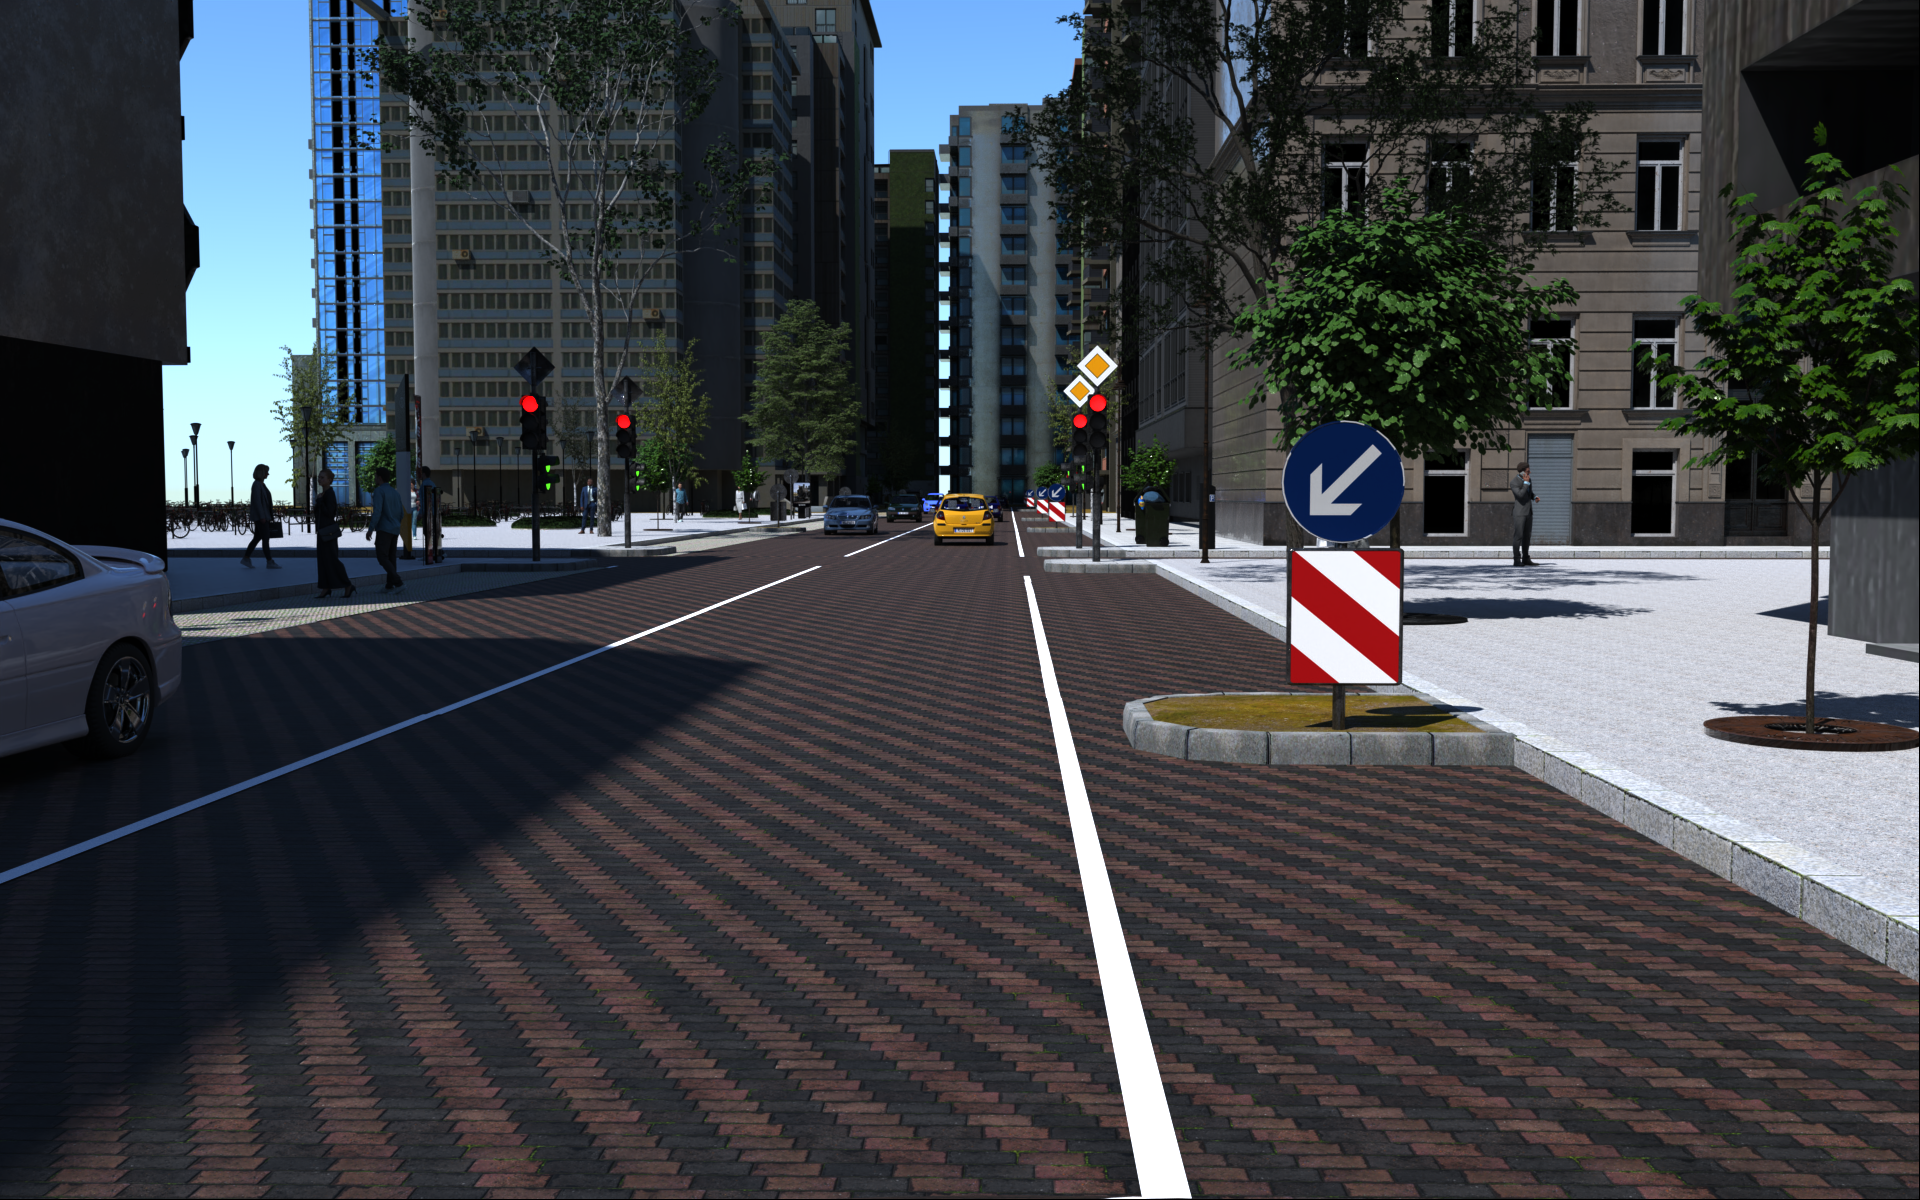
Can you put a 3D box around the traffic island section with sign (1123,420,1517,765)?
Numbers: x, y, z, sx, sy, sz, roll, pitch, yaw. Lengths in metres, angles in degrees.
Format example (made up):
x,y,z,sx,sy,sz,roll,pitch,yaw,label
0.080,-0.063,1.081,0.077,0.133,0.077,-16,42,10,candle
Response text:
x,y,z,sx,sy,sz,roll,pitch,yaw,label
1.981,-0.091,10.112,1.989,1.847,2.006,0,4,2,traffic island section with sign

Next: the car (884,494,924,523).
x,y,z,sx,sy,sz,roll,pitch,yaw,label
-2.822,-4.797,88.211,2.009,1.686,4.222,0,4,0,car

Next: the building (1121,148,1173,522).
x,y,z,sx,sy,sz,roll,pitch,yaw,label
14.783,-15.717,86.651,12.332,23.373,15.834,0,4,2,building

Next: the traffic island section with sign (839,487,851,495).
x,y,z,sx,sy,sz,roll,pitch,yaw,label
-6.129,-5.157,92.950,1.989,1.847,2.006,0,4,2,traffic island section with sign

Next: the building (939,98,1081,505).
x,y,z,sx,sy,sz,roll,pitch,yaw,label
12.846,-36.238,212.093,30.456,49.044,23.786,0,4,2,building

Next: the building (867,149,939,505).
x,y,z,sx,sy,sz,roll,pitch,yaw,label
-9.633,-32.104,208.494,14.086,41.232,14.154,0,4,2,building

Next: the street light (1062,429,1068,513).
x,y,z,sx,sy,sz,roll,pitch,yaw,label
6.966,-8.681,114.721,0.468,5.910,1.993,0,4,2,street light

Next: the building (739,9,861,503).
x,y,z,sx,sy,sz,roll,pitch,yaw,label
-16.160,-28.460,148.914,14.154,41.232,14.086,0,4,2,building

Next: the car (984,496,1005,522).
x,y,z,sx,sy,sz,roll,pitch,yaw,label
1.365,-4.716,89.682,1.945,1.354,3.894,0,4,2,car

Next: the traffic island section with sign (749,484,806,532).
x,y,z,sx,sy,sz,roll,pitch,yaw,label
-6.895,-3.499,65.839,1.989,1.847,2.006,0,4,2,traffic island section with sign

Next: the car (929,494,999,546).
x,y,z,sx,sy,sz,roll,pitch,yaw,label
0.117,-2.408,49.594,2.015,1.641,3.980,0,4,0,car

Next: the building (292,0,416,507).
x,y,z,sx,sy,sz,roll,pitch,yaw,label
-52.814,-52.984,178.966,31.000,86.520,22.319,0,4,2,building

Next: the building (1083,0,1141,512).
x,y,z,sx,sy,sz,roll,pitch,yaw,label
20.519,-29.105,130.484,22.147,44.769,28.867,0,4,2,building

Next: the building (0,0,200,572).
x,y,z,sx,sy,sz,roll,pitch,yaw,label
-21.542,-9.516,23.039,16.811,18.784,16.820,0,4,2,building

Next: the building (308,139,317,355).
x,y,z,sx,sy,sz,roll,pitch,yaw,label
-62.467,-36.344,213.834,30.456,49.044,23.786,0,4,2,building

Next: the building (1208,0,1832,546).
x,y,z,sx,sy,sz,roll,pitch,yaw,label
19.773,-15.294,47.322,25.104,27.353,12.463,0,4,2,building

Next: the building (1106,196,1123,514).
x,y,z,sx,sy,sz,roll,pitch,yaw,label
15.141,-16.451,105.131,11.583,22.565,21.152,0,4,2,building

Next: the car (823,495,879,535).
x,y,z,sx,sy,sz,roll,pitch,yaw,label
-3.875,-3.061,62.048,2.014,1.417,4.499,0,4,0,car

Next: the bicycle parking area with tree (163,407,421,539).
x,y,z,sx,sy,sz,roll,pitch,yaw,label
-23.977,-4.304,57.365,8.231,4.147,9.016,1,4,19,bicycle parking area with tree

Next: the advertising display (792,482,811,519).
x,y,z,sx,sy,sz,roll,pitch,yaw,label
-8.286,-5.218,90.535,0.974,1.923,0.123,-1,4,-19,advertising display

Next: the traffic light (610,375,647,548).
x,y,z,sx,sy,sz,roll,pitch,yaw,label
-7.867,-3.186,41.005,0.839,4.253,0.868,0,4,2,traffic light

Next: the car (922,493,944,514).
x,y,z,sx,sy,sz,roll,pitch,yaw,label
-1.752,-7.042,124.731,1.945,1.707,3.694,0,4,1,car

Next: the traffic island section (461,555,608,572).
x,y,z,sx,sy,sz,roll,pitch,yaw,label
-8.129,-0.665,33.159,2.009,0.180,2.903,0,4,2,traffic island section

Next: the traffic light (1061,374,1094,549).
x,y,z,sx,sy,sz,roll,pitch,yaw,label
2.791,-3.168,40.724,0.839,4.253,0.868,0,4,2,traffic light

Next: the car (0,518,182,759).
x,y,z,sx,sy,sz,roll,pitch,yaw,label
-5.531,0.257,8.156,2.083,1.381,4.827,0,4,3,car

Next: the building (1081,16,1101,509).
x,y,z,sx,sy,sz,roll,pitch,yaw,label
17.602,-28.656,152.117,14.154,41.232,14.086,0,4,2,building

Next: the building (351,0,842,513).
x,y,z,sx,sy,sz,roll,pitch,yaw,label
-25.496,-26.768,129.544,32.217,40.220,23.993,0,4,2,building

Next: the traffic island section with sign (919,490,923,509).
x,y,z,sx,sy,sz,roll,pitch,yaw,label
-3.937,-9.963,171.517,1.989,1.847,2.006,0,4,2,traffic island section with sign

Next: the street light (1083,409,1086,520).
x,y,z,sx,sy,sz,roll,pitch,yaw,label
6.208,-6.944,86.315,0.468,5.910,1.993,0,4,2,street light

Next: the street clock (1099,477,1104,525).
x,y,z,sx,sy,sz,roll,pitch,yaw,label
5.878,-4.166,72.688,0.358,2.002,0.471,-1,4,-8,street clock

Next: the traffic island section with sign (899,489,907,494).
x,y,z,sx,sy,sz,roll,pitch,yaw,label
-4.711,-8.279,143.994,1.989,1.847,2.006,0,4,2,traffic island section with sign

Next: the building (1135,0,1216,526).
x,y,z,sx,sy,sz,roll,pitch,yaw,label
14.746,-16.697,66.509,14.314,27.812,24.014,0,4,2,building

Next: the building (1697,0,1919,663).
x,y,z,sx,sy,sz,roll,pitch,yaw,label
13.129,-14.682,11.745,14.160,30.474,14.107,0,4,2,building

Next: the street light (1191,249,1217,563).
x,y,z,sx,sy,sz,roll,pitch,yaw,label
4.559,-3.624,32.040,0.468,5.910,1.993,0,4,2,street light

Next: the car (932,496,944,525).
x,y,z,sx,sy,sz,roll,pitch,yaw,label
-0.336,-4.127,80.050,1.945,1.354,3.894,0,4,1,car

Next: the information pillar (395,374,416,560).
x,y,z,sx,sy,sz,roll,pitch,yaw,label
-10.908,-2.606,33.955,0.183,3.616,0.504,-3,5,-42,information pillar

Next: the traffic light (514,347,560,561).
x,y,z,sx,sy,sz,roll,pitch,yaw,label
-8.089,-2.697,33.023,0.839,4.253,0.868,0,4,2,traffic light

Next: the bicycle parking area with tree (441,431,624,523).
x,y,z,sx,sy,sz,roll,pitch,yaw,label
-19.483,-5.641,79.238,8.231,4.147,9.016,0,4,8,bicycle parking area with tree

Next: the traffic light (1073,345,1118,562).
x,y,z,sx,sy,sz,roll,pitch,yaw,label
2.568,-2.680,32.742,0.839,4.253,0.868,0,4,2,traffic light

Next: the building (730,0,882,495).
x,y,z,sx,sy,sz,roll,pitch,yaw,label
-22.604,-35.855,175.471,27.495,52.752,28.713,0,4,2,building

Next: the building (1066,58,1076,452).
x,y,z,sx,sy,sz,roll,pitch,yaw,label
21.974,-31.725,173.332,22.147,44.769,28.867,0,4,2,building

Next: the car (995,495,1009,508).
x,y,z,sx,sy,sz,roll,pitch,yaw,label
4.252,-10.407,182.739,1.945,1.354,3.894,0,4,0,car

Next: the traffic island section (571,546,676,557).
x,y,z,sx,sy,sz,roll,pitch,yaw,label
-7.906,-1.154,41.141,2.009,0.180,2.903,0,4,2,traffic island section

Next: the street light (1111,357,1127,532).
x,y,z,sx,sy,sz,roll,pitch,yaw,label
5.324,-5.210,57.973,0.468,5.910,1.993,0,4,2,street light

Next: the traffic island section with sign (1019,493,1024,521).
x,y,z,sx,sy,sz,roll,pitch,yaw,label
4.276,-5.122,92.371,1.989,1.847,2.006,0,4,2,traffic island section with sign

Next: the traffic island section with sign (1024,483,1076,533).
x,y,z,sx,sy,sz,roll,pitch,yaw,label
3.529,-3.474,65.426,1.989,1.847,2.006,0,4,2,traffic island section with sign

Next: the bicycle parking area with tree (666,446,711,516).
x,y,z,sx,sy,sz,roll,pitch,yaw,label
-18.744,-7.150,103.912,8.231,4.147,9.016,0,4,3,bicycle parking area with tree

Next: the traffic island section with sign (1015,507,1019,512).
x,y,z,sx,sy,sz,roll,pitch,yaw,label
5.690,-8.204,142.757,1.989,1.847,2.006,0,4,2,traffic island section with sign
